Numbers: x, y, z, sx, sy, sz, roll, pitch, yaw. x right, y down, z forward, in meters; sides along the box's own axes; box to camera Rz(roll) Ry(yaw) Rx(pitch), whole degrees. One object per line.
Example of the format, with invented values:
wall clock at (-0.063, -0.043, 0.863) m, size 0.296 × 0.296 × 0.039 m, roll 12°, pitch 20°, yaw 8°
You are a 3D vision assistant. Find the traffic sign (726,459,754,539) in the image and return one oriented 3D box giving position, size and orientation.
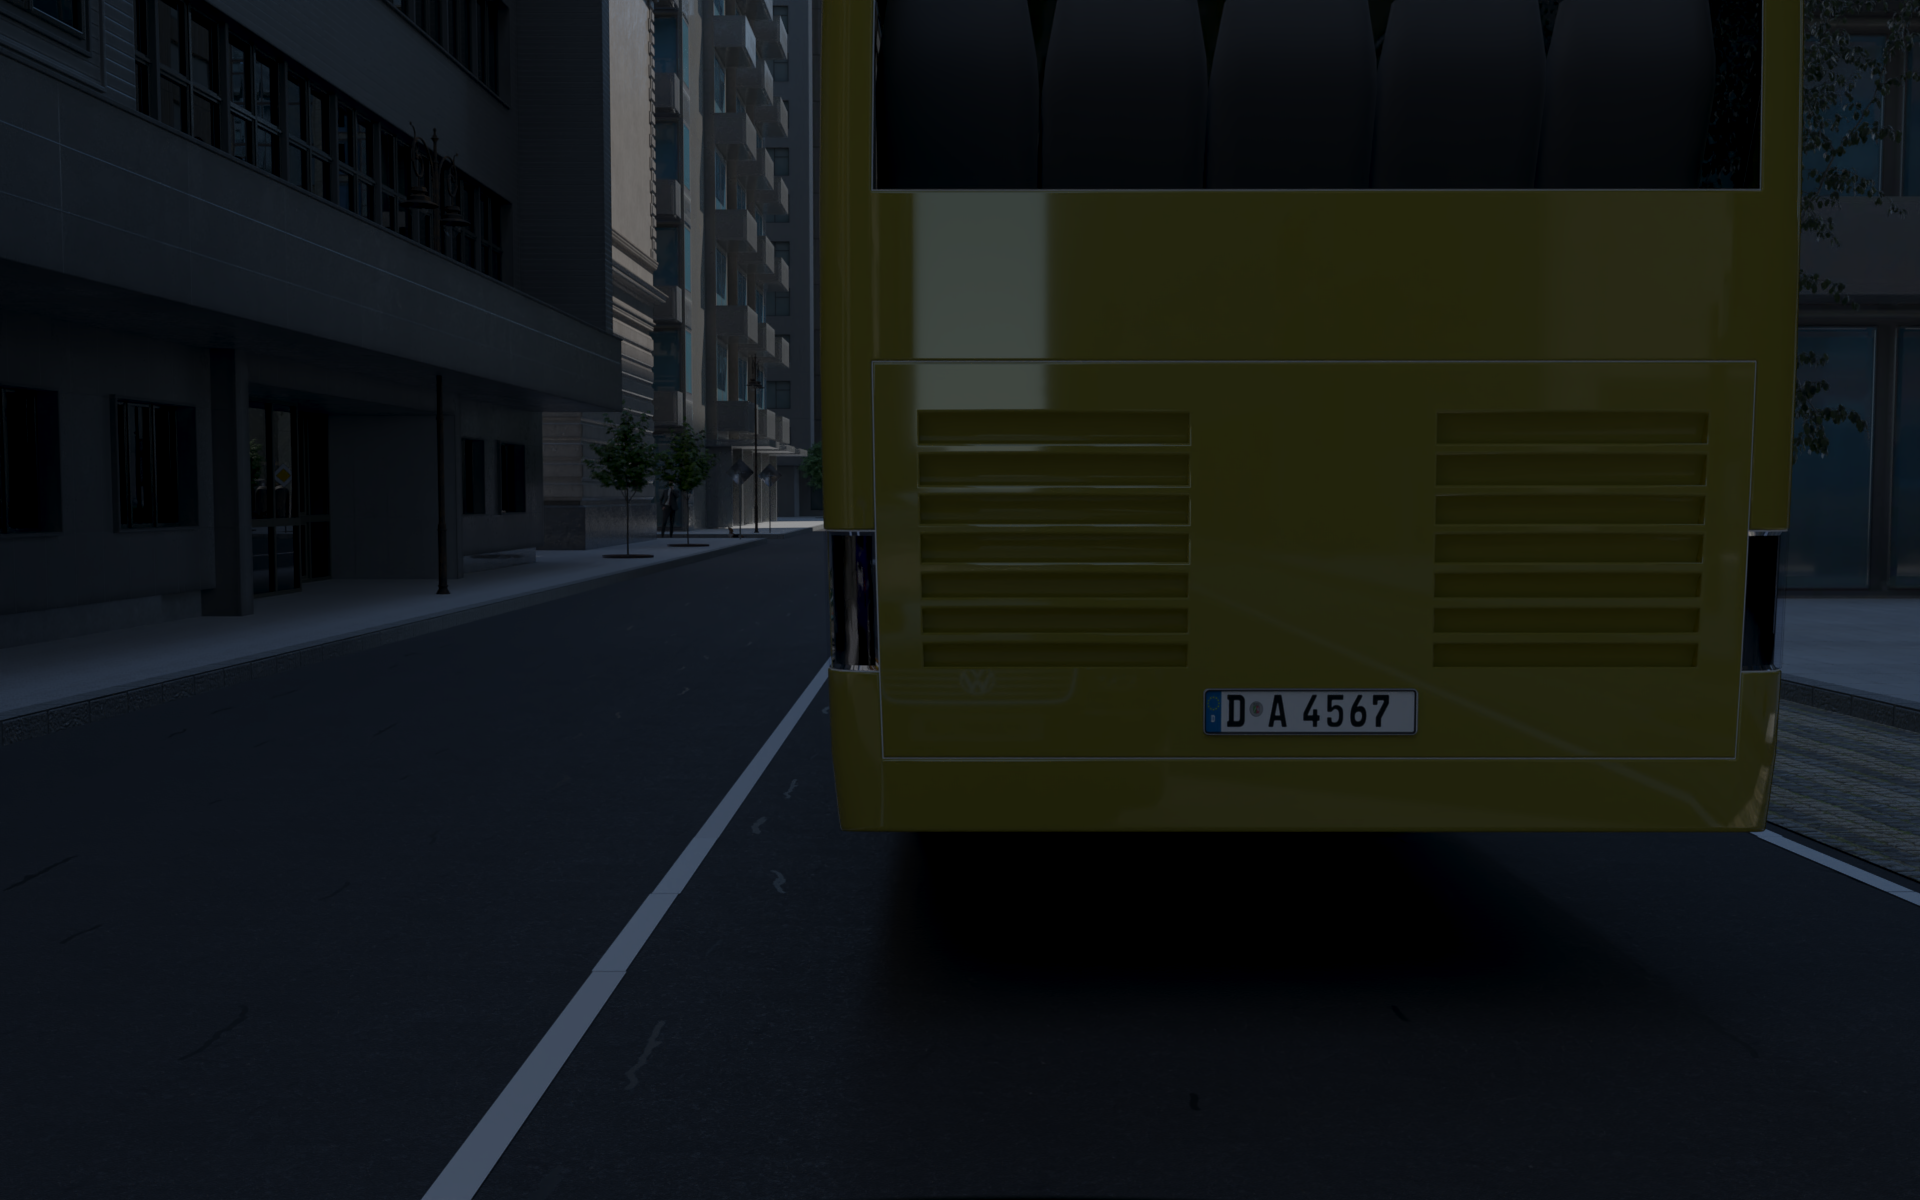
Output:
traffic sign at (-6.208, -2.769, 48.909) m, size 0.795 × 2.450 × 0.064 m, roll 0°, pitch 4°, yaw 0°

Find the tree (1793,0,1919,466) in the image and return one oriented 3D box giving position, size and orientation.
tree at (6.884, -3.994, 15.660) m, size 4.360 × 8.622 × 3.978 m, roll 0°, pitch 3°, yaw 0°

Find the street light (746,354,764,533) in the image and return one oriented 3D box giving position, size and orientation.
street light at (-6.734, -5.159, 57.130) m, size 0.468 × 5.910 × 1.993 m, roll 0°, pitch 4°, yaw 0°

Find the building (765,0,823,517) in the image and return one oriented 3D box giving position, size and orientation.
building at (-12.373, -25.516, 100.779) m, size 14.154 × 41.232 × 14.086 m, roll 0°, pitch 4°, yaw 0°

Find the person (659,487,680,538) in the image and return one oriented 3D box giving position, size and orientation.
person at (-8.978, -2.798, 53.614) m, size 0.648 × 1.900 × 0.474 m, roll -1°, pitch 4°, yaw -15°

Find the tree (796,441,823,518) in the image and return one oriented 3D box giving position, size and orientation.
tree at (-7.113, -6.651, 92.460) m, size 4.285 × 4.588 × 4.351 m, roll 0°, pitch 3°, yaw 0°

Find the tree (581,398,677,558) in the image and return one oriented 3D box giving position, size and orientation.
tree at (-6.762, -2.472, 35.014) m, size 1.663 × 3.219 × 1.824 m, roll 0°, pitch 3°, yaw 0°

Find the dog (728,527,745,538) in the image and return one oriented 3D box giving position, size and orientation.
dog at (-7.073, -2.115, 54.771) m, size 0.748 × 0.427 × 0.550 m, roll 1°, pitch 4°, yaw 15°

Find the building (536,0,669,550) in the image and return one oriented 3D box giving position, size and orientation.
building at (-17.790, -13.125, 43.475) m, size 19.941 × 23.489 × 11.050 m, roll 0°, pitch 4°, yaw 0°

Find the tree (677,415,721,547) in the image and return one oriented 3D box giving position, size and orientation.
tree at (-6.802, -2.922, 42.374) m, size 1.663 × 3.219 × 1.824 m, roll 0°, pitch 3°, yaw 0°

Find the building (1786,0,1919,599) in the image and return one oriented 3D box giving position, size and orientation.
building at (17.771, -25.264, 32.672) m, size 23.786 × 49.044 × 30.456 m, roll 0°, pitch 4°, yaw 0°

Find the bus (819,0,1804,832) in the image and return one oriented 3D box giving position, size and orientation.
bus at (0.915, -1.158, 10.485) m, size 2.896 × 3.916 × 12.252 m, roll 0°, pitch 4°, yaw 0°

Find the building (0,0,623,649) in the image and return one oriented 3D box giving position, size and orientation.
building at (-13.276, -12.111, 17.084) m, size 14.314 × 24.678 × 30.058 m, roll 0°, pitch 4°, yaw 0°

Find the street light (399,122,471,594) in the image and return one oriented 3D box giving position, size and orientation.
street light at (-6.628, -3.012, 22.033) m, size 0.468 × 5.910 × 1.993 m, roll 0°, pitch 4°, yaw 0°

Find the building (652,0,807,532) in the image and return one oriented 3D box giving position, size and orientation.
building at (-18.910, -27.565, 70.298) m, size 23.786 × 49.044 × 30.456 m, roll 0°, pitch 4°, yaw 0°

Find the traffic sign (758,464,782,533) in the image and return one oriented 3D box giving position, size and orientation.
traffic sign at (-6.243, -3.257, 56.894) m, size 0.795 × 2.450 × 0.064 m, roll 0°, pitch 4°, yaw 0°
